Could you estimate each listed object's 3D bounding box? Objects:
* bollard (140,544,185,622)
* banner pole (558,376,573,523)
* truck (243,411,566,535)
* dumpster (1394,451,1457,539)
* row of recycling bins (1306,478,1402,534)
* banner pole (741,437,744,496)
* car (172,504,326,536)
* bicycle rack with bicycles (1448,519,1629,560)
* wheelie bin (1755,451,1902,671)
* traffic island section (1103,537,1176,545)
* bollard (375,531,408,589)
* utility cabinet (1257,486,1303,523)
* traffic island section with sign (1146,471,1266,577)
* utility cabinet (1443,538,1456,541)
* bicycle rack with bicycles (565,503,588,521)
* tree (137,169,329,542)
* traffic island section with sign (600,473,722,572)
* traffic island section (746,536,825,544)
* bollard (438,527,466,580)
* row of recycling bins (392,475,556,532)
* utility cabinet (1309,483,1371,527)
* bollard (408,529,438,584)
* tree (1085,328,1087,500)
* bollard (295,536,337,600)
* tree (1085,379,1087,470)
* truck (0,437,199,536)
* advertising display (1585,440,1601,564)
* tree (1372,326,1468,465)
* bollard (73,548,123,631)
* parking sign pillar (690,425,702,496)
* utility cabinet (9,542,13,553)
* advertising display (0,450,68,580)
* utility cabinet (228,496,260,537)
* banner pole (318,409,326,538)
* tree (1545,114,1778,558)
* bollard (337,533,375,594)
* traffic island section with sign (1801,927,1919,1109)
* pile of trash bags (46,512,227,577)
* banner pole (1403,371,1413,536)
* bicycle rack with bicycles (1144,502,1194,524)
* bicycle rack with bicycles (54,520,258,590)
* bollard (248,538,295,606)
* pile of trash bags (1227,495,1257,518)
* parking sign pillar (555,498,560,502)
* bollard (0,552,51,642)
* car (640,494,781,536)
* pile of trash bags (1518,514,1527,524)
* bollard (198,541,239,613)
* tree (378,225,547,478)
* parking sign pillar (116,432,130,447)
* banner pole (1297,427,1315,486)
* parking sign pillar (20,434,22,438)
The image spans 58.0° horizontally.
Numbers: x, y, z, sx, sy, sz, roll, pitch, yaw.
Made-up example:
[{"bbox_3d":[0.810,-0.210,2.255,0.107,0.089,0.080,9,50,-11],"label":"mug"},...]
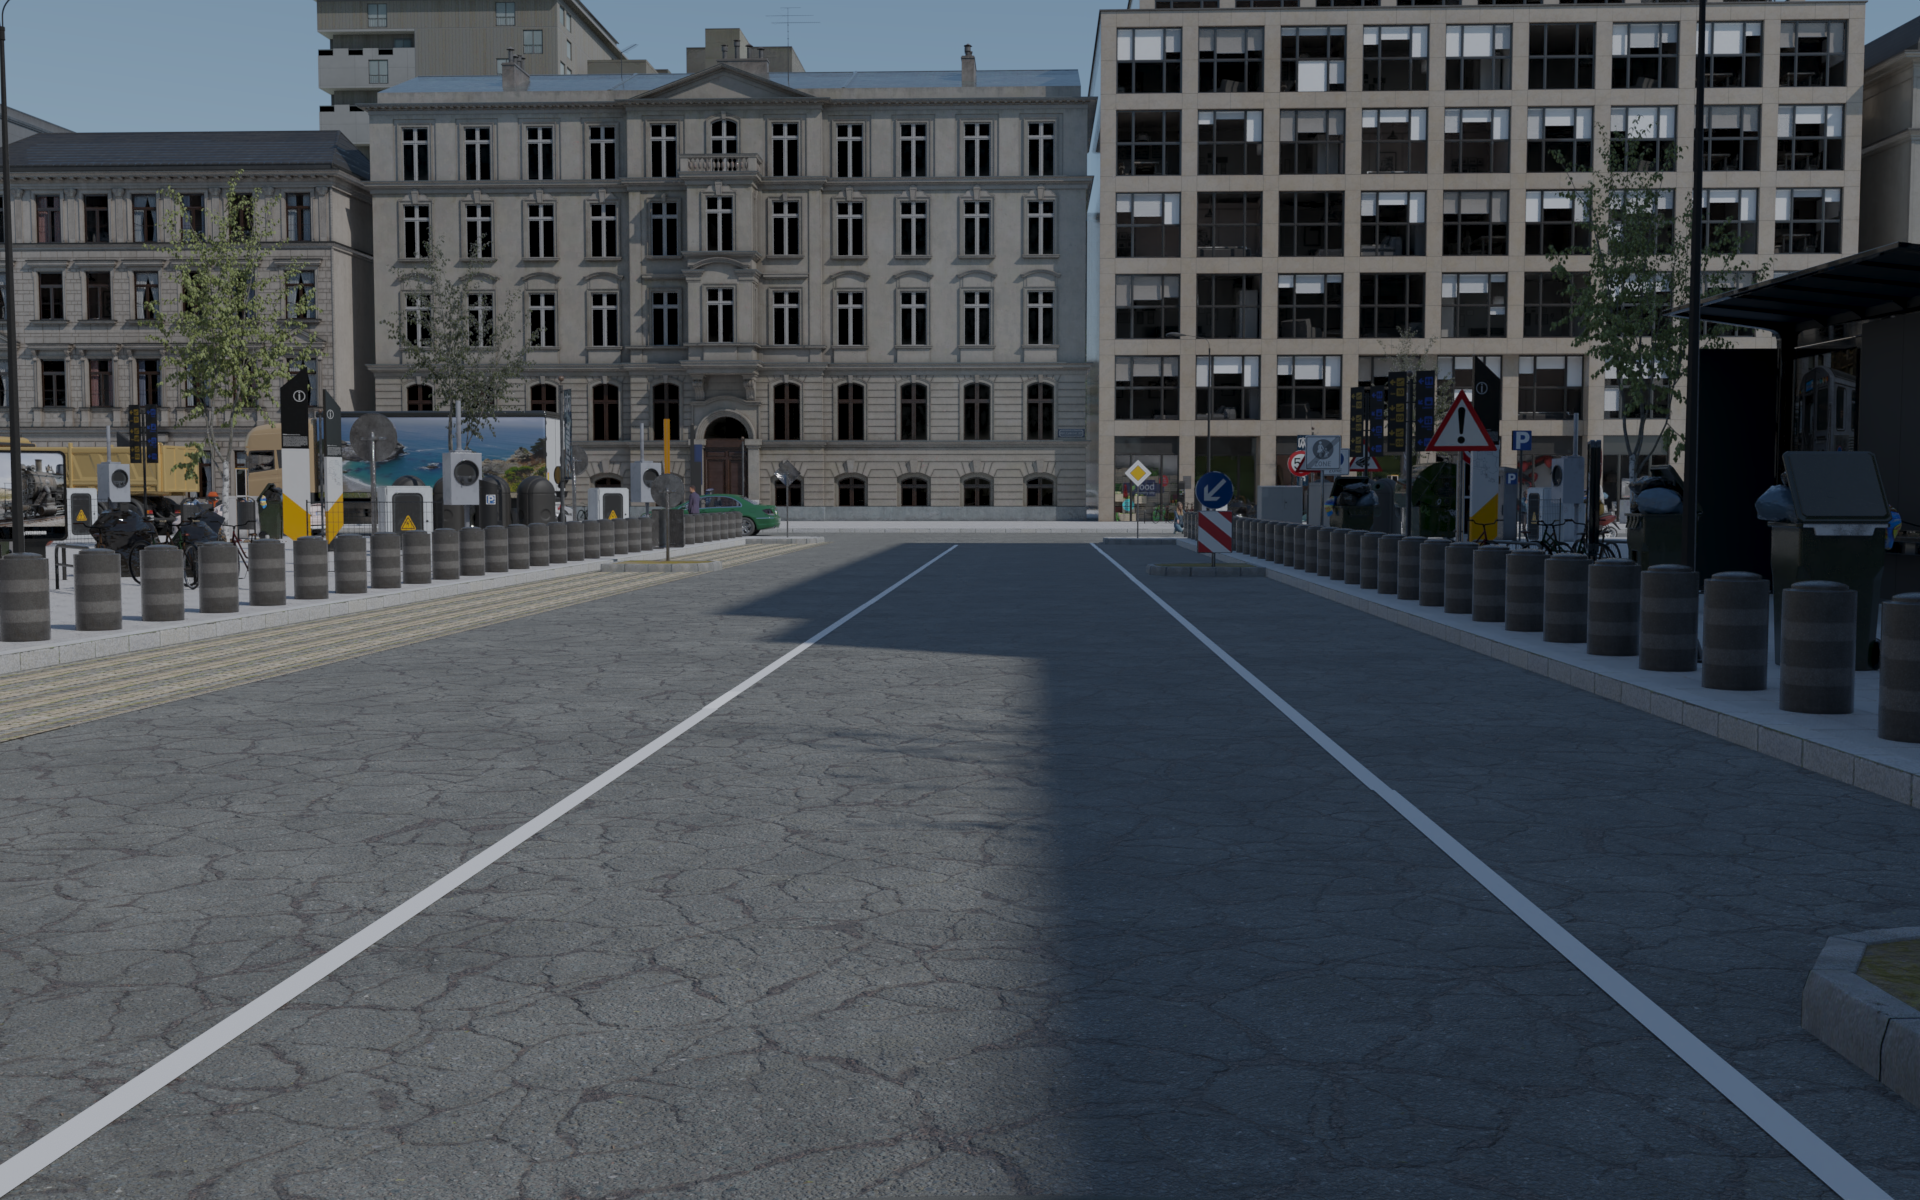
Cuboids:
[{"bbox_3d":[-8.090,-0.174,17.565,0.404,0.777,0.398,0,3,0],"label":"bollard"},{"bbox_3d":[-8.305,-2.843,36.495,0.401,3.779,0.863,-2,4,-32],"label":"banner pole"},{"bbox_3d":[-19.450,-4.329,59.685,11.283,4.237,2.839,0,4,3],"label":"truck"},{"bbox_3d":[10.578,-2.200,38.463,1.502,2.255,1.985,0,4,3],"label":"dumpster"},{"bbox_3d":[10.579,-2.413,46.573,1.069,1.692,3.534,-2,4,-25],"label":"row of recycling bins"},{"bbox_3d":[-9.510,-5.260,76.016,0.401,3.779,0.863,0,4,-3],"label":"banner pole"},{"bbox_3d":[-23.187,-2.701,56.521,4.827,1.381,2.083,0,4,3],"label":"car"},{"bbox_3d":[8.526,-0.693,24.716,2.852,0.926,2.925,-1,4,-14],"label":"bicycle rack with bicycles"},{"bbox_3d":[6.360,-0.298,12.784,0.980,1.594,0.693,0,4,6],"label":"wheelie bin"},{"bbox_3d":[5.194,-1.722,50.440,2.009,0.180,2.903,0,4,2],"label":"traffic island section"},{"bbox_3d":[-7.832,-0.544,23.614,0.404,0.777,0.398,0,3,0],"label":"bollard"},{"bbox_3d":[8.433,-2.261,45.639,1.173,1.500,0.318,-1,4,-16],"label":"utility cabinet"},{"bbox_3d":[4.377,-1.373,31.069,1.989,1.847,2.006,0,4,2],"label":"traffic island section with sign"},{"bbox_3d":[13.331,-2.347,47.050,0.318,1.500,1.173,1,4,22],"label":"utility cabinet"},{"bbox_3d":[-15.632,-3.570,71.750,2.852,0.926,2.925,-1,4,-23],"label":"bicycle rack with bicycles"},{"bbox_3d":[-16.982,-5.490,40.126,4.737,8.622,4.395,0,3,0],"label":"tree"},{"bbox_3d":[-5.534,-1.459,32.476,1.989,1.847,2.006,0,4,2],"label":"traffic island section with sign"},{"bbox_3d":[-5.088,-1.749,50.880,2.009,0.180,2.903,0,4,2],"label":"traffic island section"},{"bbox_3d":[-7.732,-0.692,26.029,0.404,0.777,0.398,0,3,0],"label":"bollard"},{"bbox_3d":[-10.723,-1.901,38.195,3.534,1.692,1.069,-1,4,-12],"label":"row of recycling bins"},{"bbox_3d":[7.301,-1.507,33.316,1.173,1.500,0.318,3,5,42],"label":"utility cabinet"},{"bbox_3d":[-7.786,-0.618,24.819,0.404,0.777,0.398,0,3,0],"label":"bollard"},{"bbox_3d":[13.735,-21.038,199.865,12.611,20.169,13.585,0,3,0],"label":"tree"},{"bbox_3d":[-7.939,-0.396,21.184,0.404,0.777,0.398,0,3,0],"label":"bollard"},{"bbox_3d":[12.183,-13.427,137.666,7.486,12.596,7.792,0,3,0],"label":"tree"},{"bbox_3d":[-30.905,-3.814,58.281,9.791,3.379,3.469,0,4,4],"label":"truck"},{"bbox_3d":[7.658,-0.964,20.968,0.123,1.923,0.974,1,4,18],"label":"advertising display"},{"bbox_3d":[19.872,-7.649,75.431,4.360,8.622,3.978,0,3,0],"label":"tree"},{"bbox_3d":[-8.147,-0.101,16.365,0.404,0.777,0.398,0,3,0],"label":"bollard"},{"bbox_3d":[-10.374,-4.865,68.007,1.447,3.967,1.447,-1,4,-9],"label":"parking sign pillar"},{"bbox_3d":[-20.222,-1.565,36.751,1.020,1.237,0.306,2,4,24],"label":"utility cabinet"},{"bbox_3d":[-13.687,-1.241,25.501,0.974,1.923,0.123,-3,4,-38],"label":"advertising display"},{"bbox_3d":[-21.429,-2.480,51.710,1.020,1.237,0.306,-3,4,-37],"label":"utility cabinet"},{"bbox_3d":[-18.759,-3.743,51.222,0.401,3.779,0.863,1,4,11],"label":"banner pole"},{"bbox_3d":[13.316,-5.104,33.806,4.737,8.622,4.395,0,3,0],"label":"tree"},{"bbox_3d":[-7.886,-0.471,22.414,0.404,0.777,0.398,0,3,0],"label":"bollard"},{"bbox_3d":[3.237,0.275,4.137,1.989,1.847,2.006,0,4,2],"label":"traffic island section with sign"},{"bbox_3d":[-13.241,-1.081,27.421,3.447,1.369,1.912,0,4,2],"label":"pile of trash bags"},{"bbox_3d":[9.135,-2.778,35.439,0.401,3.779,0.863,0,4,5],"label":"banner pole"},{"bbox_3d":[9.431,-3.777,75.134,2.852,0.926,2.925,3,5,40],"label":"bicycle rack with bicycles"},{"bbox_3d":[-10.886,-0.609,23.338,2.852,0.926,2.925,-3,4,-39],"label":"bicycle rack with bicycles"},{"bbox_3d":[-7.991,-0.322,19.975,0.404,0.777,0.398,0,3,0],"label":"bollard"},{"bbox_3d":[12.425,-4.089,76.613,1.912,1.369,3.447,-3,5,-42],"label":"pile of trash bags"},{"bbox_3d":[-18.385,-5.426,77.185,1.447,3.967,1.447,1,4,21],"label":"parking sign pillar"},{"bbox_3d":[-8.195,-0.027,15.164,0.404,0.777,0.398,0,3,0],"label":"bollard"},{"bbox_3d":[-8.634,-2.918,59.502,4.920,1.459,2.131,0,4,1],"label":"car"},{"bbox_3d":[24.479,-3.959,74.476,3.447,1.369,1.912,1,4,17],"label":"pile of trash bags"},{"bbox_3d":[-8.038,-0.248,18.775,0.404,0.777,0.398,0,3,0],"label":"bollard"},{"bbox_3d":[-13.922,-5.996,48.393,4.360,8.622,3.978,0,3,0],"label":"tree"},{"bbox_3d":[-35.806,-5.269,74.620,1.447,3.967,1.447,1,4,17],"label":"parking sign pillar"},{"bbox_3d":[12.879,-4.546,64.351,0.863,3.779,0.401,-1,4,-13],"label":"banner pole"},{"bbox_3d":[-42.692,-5.446,77.510,1.447,3.967,1.447,-3,4,-38],"label":"parking sign pillar"}]
